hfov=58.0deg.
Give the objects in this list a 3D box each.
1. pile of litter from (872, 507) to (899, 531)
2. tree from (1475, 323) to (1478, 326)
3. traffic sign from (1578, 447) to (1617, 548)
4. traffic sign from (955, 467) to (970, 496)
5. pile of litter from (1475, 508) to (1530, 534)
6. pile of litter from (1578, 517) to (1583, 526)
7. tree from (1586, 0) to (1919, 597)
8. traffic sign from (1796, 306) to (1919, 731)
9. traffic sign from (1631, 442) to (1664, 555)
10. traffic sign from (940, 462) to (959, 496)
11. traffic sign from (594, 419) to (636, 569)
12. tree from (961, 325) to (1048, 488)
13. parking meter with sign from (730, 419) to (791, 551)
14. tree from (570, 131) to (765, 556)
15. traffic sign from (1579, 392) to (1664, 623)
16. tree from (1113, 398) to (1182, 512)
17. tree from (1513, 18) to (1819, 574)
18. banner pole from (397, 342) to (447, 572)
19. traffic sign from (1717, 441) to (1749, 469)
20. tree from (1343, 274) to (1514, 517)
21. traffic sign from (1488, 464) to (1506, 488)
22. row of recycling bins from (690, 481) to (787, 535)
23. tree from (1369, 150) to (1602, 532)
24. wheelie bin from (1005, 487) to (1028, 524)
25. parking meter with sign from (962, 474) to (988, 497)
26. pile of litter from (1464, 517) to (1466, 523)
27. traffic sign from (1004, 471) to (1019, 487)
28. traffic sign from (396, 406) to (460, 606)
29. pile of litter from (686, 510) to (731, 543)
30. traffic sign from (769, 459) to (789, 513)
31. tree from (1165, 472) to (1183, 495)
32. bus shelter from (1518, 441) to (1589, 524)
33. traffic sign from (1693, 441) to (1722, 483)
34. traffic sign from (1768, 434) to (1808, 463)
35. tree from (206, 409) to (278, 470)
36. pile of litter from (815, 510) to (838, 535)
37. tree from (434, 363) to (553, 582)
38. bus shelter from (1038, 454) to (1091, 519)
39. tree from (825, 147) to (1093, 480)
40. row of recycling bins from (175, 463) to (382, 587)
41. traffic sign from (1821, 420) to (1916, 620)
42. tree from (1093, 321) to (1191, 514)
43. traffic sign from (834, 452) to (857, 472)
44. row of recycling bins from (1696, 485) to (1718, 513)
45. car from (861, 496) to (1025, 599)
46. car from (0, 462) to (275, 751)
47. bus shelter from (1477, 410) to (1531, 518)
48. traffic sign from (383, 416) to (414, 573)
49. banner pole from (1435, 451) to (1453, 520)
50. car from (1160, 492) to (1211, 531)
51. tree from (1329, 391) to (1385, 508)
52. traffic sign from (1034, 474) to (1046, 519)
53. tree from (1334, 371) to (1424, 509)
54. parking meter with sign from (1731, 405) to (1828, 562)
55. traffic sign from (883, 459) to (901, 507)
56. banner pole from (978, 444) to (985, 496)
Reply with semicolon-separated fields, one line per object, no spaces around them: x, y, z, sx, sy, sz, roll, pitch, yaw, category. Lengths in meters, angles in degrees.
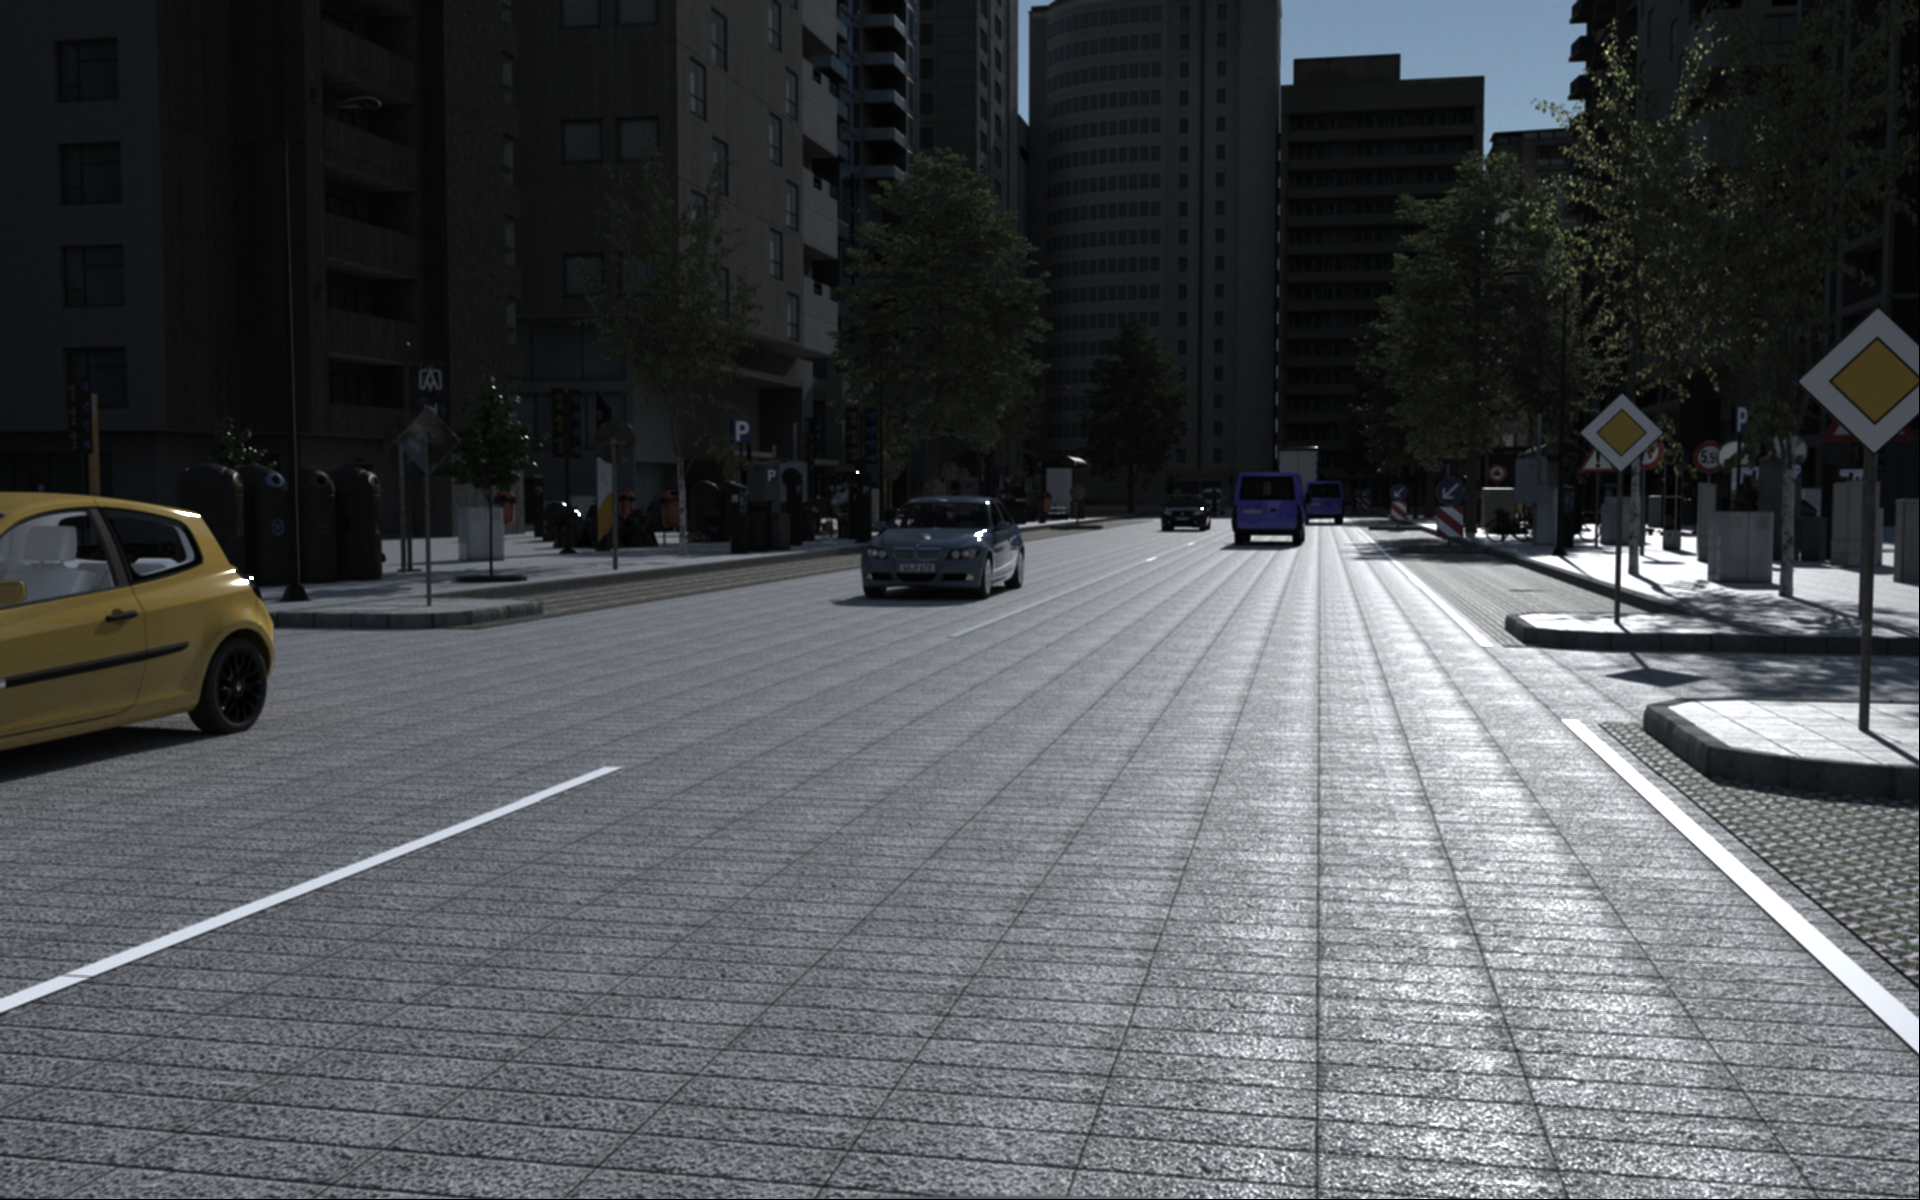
-2.529;-2.817;60.016;1.176;0.858;1.719;-3;5;-44;pile of litter
16.701;-6.056;49.379;4.360;8.622;3.978;0;3;0;tree
15.264;-2.537;41.480;0.884;2.594;0.081;1;4;19;traffic sign
0.081;-5.029;82.324;0.768;2.556;0.104;1;4;17;traffic sign
17.525;-2.561;55.832;1.176;0.858;1.719;-3;5;-43;pile of litter
22.667;-3.125;65.059;1.719;0.858;1.176;-1;4;-21;pile of litter
10.150;-4.356;21.576;4.737;8.622;4.395;0;3;0;tree
4.911;-0.349;9.354;0.795;2.450;0.064;1;4;12;traffic sign
14.269;-2.206;36.168;0.768;2.556;0.104;1;4;16;traffic sign
-0.424;-4.141;67.805;0.768;2.556;0.104;1;4;14;traffic sign
-5.866;-1.793;29.416;0.768;2.556;0.104;1;4;14;traffic sign
1.754;-7.448;72.137;4.737;8.622;4.395;0;3;0;tree
-4.557;-2.673;39.957;0.543;3.016;1.738;-3;5;-43;parking meter with sign
-5.751;-5.196;35.320;4.737;8.622;4.395;0;3;0;tree
6.535;-0.828;17.173;0.795;2.450;0.064;1;4;12;traffic sign
14.623;-11.119;132.165;4.737;8.622;4.395;0;3;0;tree
11.014;-4.713;27.412;4.360;8.622;3.978;0;3;0;tree
-8.902;-2.364;28.668;0.863;3.779;0.401;0;4;-6;banner pole
18.539;-2.532;41.496;0.768;2.556;0.104;1;4;21;traffic sign
26.916;-11.728;98.402;9.857;13.997;8.962;0;3;0;tree
22.937;-4.521;74.024;0.768;2.556;0.104;1;4;15;traffic sign
-6.988;-2.956;55.447;3.534;1.692;1.069;-3;5;-41;row of recycling bins
17.279;-8.512;57.300;7.486;12.596;7.792;0;3;0;tree
2.395;-4.039;73.948;0.980;1.594;0.693;-2;4;-29;wheelie bin
0.462;-5.061;79.007;1.738;3.016;0.543;0;4;7;parking meter with sign
21.711;-3.797;76.053;1.719;0.858;1.176;-2;4;-31;pile of litter
2.586;-5.261;87.203;0.795;2.450;0.064;1;4;16;traffic sign
-6.087;-0.989;19.805;0.795;2.450;0.064;1;4;12;traffic sign
-6.833;-1.978;46.298;1.176;0.858;1.719;3;5;45;pile of litter
-5.216;-2.929;50.014;0.606;2.300;0.079;1;4;14;traffic sign
18.151;-9.465;149.361;1.663;3.219;1.824;0;3;0;tree
23.586;-4.596;69.065;2.014;3.302;5.546;1;4;12;bus shelter
18.079;-2.551;41.822;0.768;2.556;0.104;1;4;13;traffic sign
17.177;-2.197;36.033;0.768;2.556;0.104;1;4;16;traffic sign
-16.596;-2.727;39.189;1.663;3.219;1.824;0;3;0;tree
-4.352;-2.498;54.808;1.176;0.858;1.719;1;4;22;pile of litter
-7.024;-1.904;25.740;1.663;3.219;1.824;0;3;0;tree
5.536;-5.944;91.107;2.014;3.302;5.546;1;4;12;bus shelter
-0.430;-8.505;57.184;7.486;12.596;7.792;0;3;0;tree
-9.675;-1.074;24.677;1.069;1.692;3.534;1;4;22;row of recycling bins
9.202;-1.076;17.595;0.884;2.594;0.081;1;4;13;traffic sign
11.673;-11.964;113.731;7.486;12.596;7.792;0;3;0;tree
-3.484;-3.214;52.555;0.884;2.594;0.081;1;4;15;traffic sign
33.637;-4.378;78.689;1.069;1.692;3.534;3;4;38;row of recycling bins
-0.158;-0.815;25.320;2.014;1.417;4.499;1;4;11;car
-5.421;0.063;9.190;2.015;1.641;3.980;1;4;12;car
25.081;-6.293;80.523;2.179;5.291;8.768;1;4;12;bus shelter
-9.064;-1.715;28.148;0.768;2.556;0.104;1;4;19;traffic sign
23.961;-5.848;85.639;0.863;3.779;0.401;1;4;20;banner pole
8.962;-3.592;68.515;2.009;1.686;4.222;1;4;12;car
39.867;-15.415;162.397;12.009;13.543;11.850;0;3;0;tree
4.057;-5.245;87.892;0.606;2.300;0.079;1;4;17;traffic sign
37.340;-14.265;150.242;9.611;12.733;9.660;0;3;0;tree
15.892;-2.282;33.565;0.543;3.016;1.738;-3;4;-39;parking meter with sign
-2.540;-3.879;63.532;0.768;2.556;0.104;1;4;15;traffic sign
0.837;-4.833;69.038;0.401;3.779;0.863;2;4;26;banner pole
